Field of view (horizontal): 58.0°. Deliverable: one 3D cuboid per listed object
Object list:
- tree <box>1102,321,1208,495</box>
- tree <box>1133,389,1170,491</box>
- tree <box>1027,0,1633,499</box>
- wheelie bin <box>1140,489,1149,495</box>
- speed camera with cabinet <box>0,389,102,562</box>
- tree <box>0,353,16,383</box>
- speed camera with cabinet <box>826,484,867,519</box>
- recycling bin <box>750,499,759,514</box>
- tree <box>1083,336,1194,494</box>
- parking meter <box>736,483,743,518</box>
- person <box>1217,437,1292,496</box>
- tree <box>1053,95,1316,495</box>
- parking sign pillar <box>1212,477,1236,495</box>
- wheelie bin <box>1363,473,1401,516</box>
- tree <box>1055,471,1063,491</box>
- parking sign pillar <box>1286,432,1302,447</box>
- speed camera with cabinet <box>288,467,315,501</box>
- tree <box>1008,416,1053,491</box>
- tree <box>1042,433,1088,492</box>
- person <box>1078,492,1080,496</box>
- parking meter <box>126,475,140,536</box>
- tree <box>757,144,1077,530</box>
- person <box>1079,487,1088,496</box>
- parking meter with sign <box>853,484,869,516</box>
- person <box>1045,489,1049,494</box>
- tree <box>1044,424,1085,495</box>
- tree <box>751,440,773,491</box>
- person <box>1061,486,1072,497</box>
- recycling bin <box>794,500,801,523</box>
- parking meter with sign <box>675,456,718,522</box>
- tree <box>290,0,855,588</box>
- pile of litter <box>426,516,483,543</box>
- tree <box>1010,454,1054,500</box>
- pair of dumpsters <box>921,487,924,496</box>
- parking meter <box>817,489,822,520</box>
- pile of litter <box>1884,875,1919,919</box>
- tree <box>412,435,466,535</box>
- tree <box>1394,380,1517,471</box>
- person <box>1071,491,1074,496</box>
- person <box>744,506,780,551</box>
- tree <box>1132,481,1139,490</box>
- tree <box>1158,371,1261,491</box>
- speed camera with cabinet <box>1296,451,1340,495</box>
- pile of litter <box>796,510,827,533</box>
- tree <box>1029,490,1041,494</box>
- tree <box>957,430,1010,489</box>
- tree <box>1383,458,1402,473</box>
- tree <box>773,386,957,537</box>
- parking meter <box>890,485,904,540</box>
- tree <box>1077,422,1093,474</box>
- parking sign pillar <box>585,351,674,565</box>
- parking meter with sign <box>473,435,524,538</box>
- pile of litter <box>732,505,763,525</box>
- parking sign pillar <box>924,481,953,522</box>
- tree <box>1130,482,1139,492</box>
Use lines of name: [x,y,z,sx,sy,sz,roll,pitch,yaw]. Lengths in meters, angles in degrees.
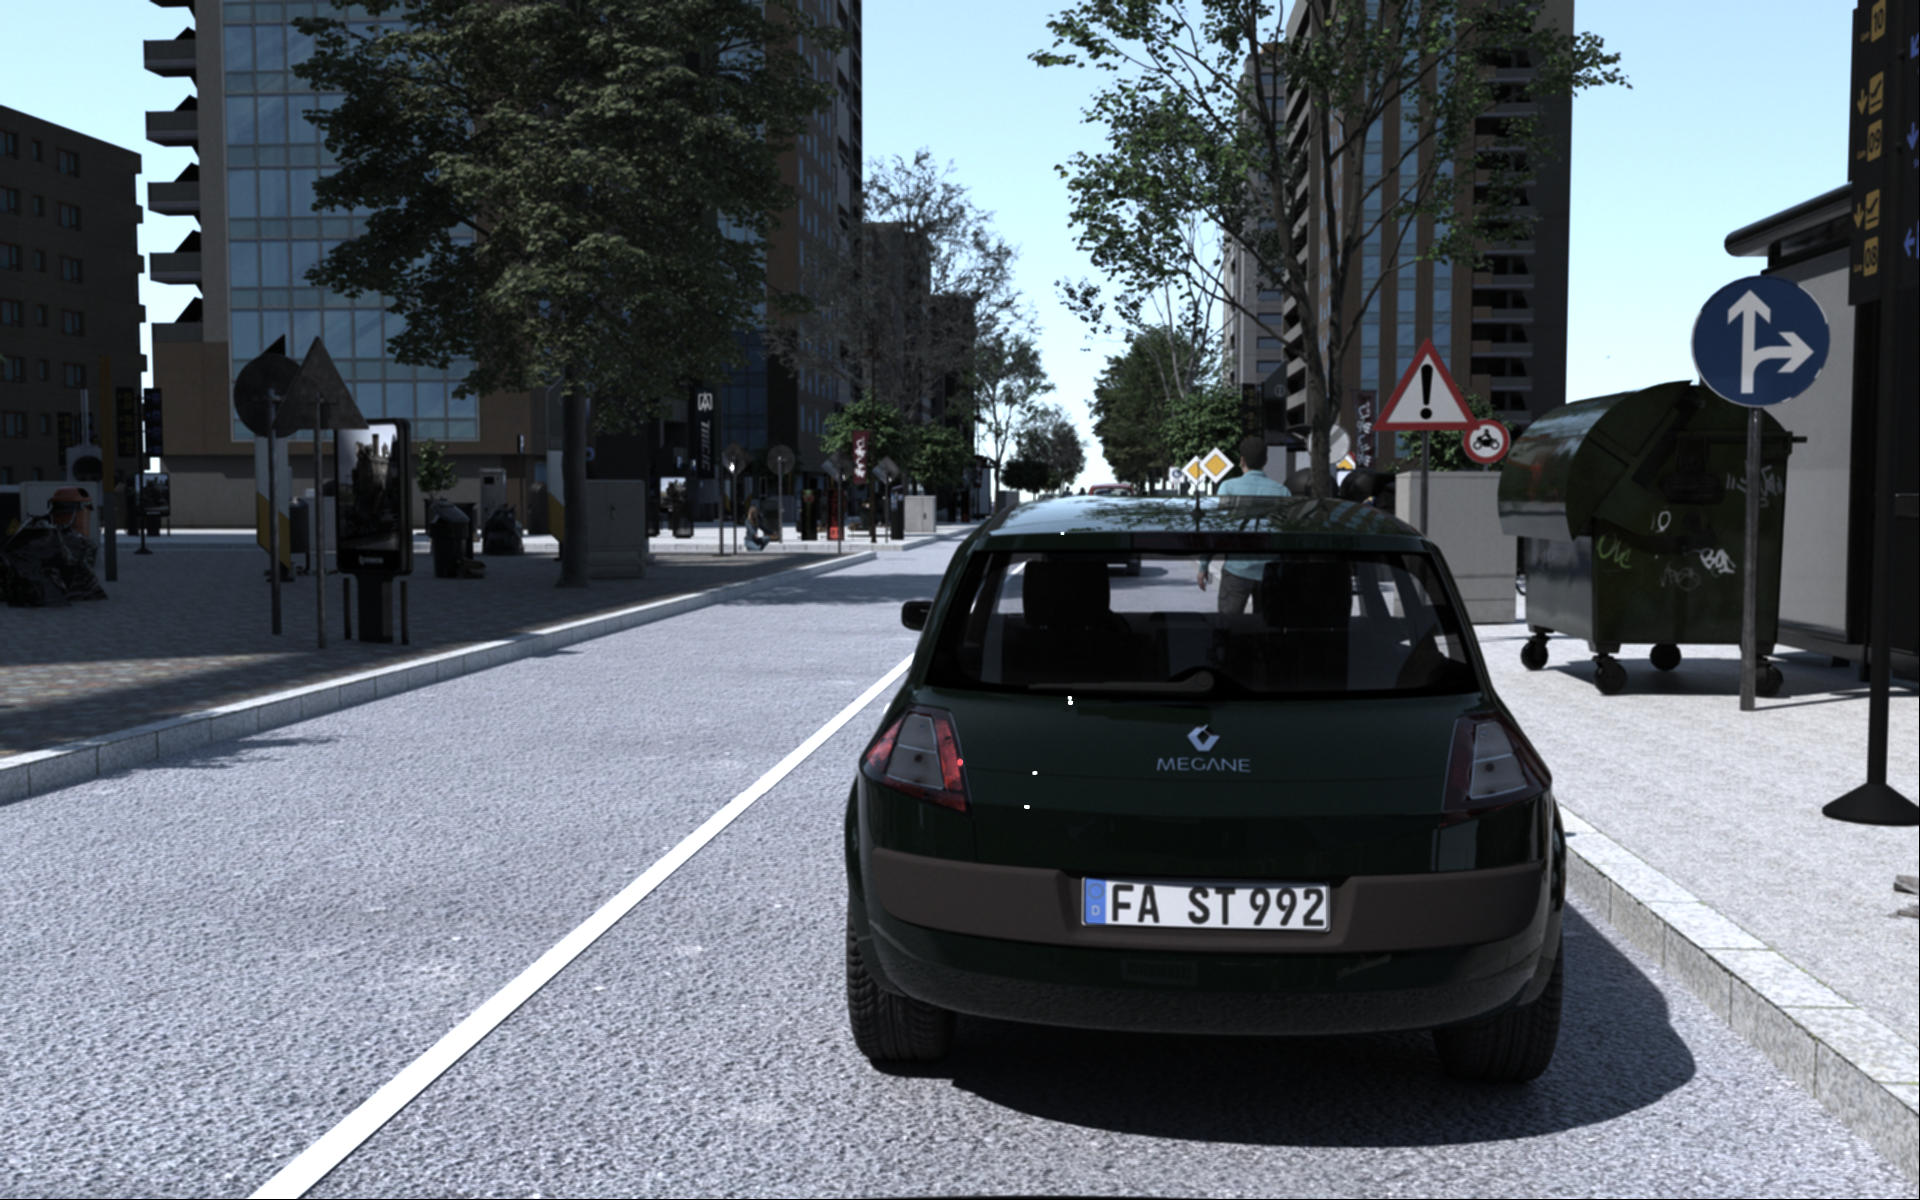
tree: [13.174,-11.999,114.316,7.486,12.596,7.792,0,3,0]
tree: [13.701,-10.516,122.295,4.737,8.622,4.395,0,3,0]
tree: [4.656,-5.889,22.033,9.928,11.665,9.643,0,3,0]
wheelie bin: [11.992,-6.434,113.103,0.693,1.594,0.980,0,4,1]
speed camera with cabinet: [-17.010,-2.319,32.254,2.038,3.252,0.660,-2,4,-32]
tree: [-5.832,-0.848,8.472,1.663,3.219,1.824,0,3,0]
speed camera with cabinet: [-5.821,-5.785,88.922,2.038,3.252,0.660,-1,4,-22]
recycling bin: [-9.354,-4.185,80.981,0.722,1.027,0.722,1,4,10]
tree: [14.463,-14.126,137.609,9.857,13.997,8.962,0,3,0]
parking meter: [-11.614,-5.227,91.176,0.255,1.863,0.399,-3,5,-43]
person: [1.980,-0.202,11.816,0.660,1.820,0.620,-1,4,-13]
tree: [10.660,-13.786,81.295,12.611,20.169,13.585,0,3,0]
parking sign pillar: [9.398,-4.369,59.907,1.447,3.967,1.447,-1,4,-10]
wheelie bin: [6.413,-1.073,25.449,0.980,1.594,0.693,-1,4,-11]
tree: [6.154,-9.926,145.996,4.285,4.588,4.351,0,3,0]
parking sign pillar: [10.717,-4.234,57.693,1.447,3.967,1.447,1,4,10]
speed camera with cabinet: [-21.309,-3.781,56.156,2.038,3.252,0.660,-2,4,-27]
tree: [6.362,-12.377,152.733,4.360,8.622,3.978,0,3,0]
tree: [15.368,-19.891,259.626,8.767,10.594,7.601,1,4,16]
person: [10.073,-8.266,143.513,0.709,1.838,0.599,1,4,20]
parking meter: [-25.533,-2.920,53.457,0.255,1.863,0.399,-1,4,-9]
tree: [-1.982,-9.241,61.453,12.009,13.543,11.850,0,3,0]
person: [6.510,-5.052,91.289,0.537,1.800,0.526,0,4,8]
parking meter with sign: [-5.828,-6.436,101.494,0.543,3.016,1.738,2,4,29]
person: [5.699,-6.413,113.575,0.641,1.798,0.478,-1,4,-13]
tree: [16.323,-21.789,274.378,7.486,12.596,7.792,0,3,0]
tree: [-10.518,-7.045,98.891,4.285,4.588,4.351,0,3,0]
person: [5.493,-4.947,89.230,0.661,1.843,0.795,1,4,19]
recycling bin: [-7.377,-4.016,78.216,0.722,1.027,0.722,3,4,36]
parking meter with sign: [-12.212,-5.112,79.847,1.738,3.016,0.543,1,4,17]
tree: [-5.365,-6.475,23.995,7.486,12.596,7.792,0,3,0]
pile of litter: [-13.276,-1.958,45.978,1.719,0.858,1.176,1,4,17]
tree: [4.681,-9.475,138.628,4.285,4.588,4.351,0,3,0]
pair of dumpsters: [-2.800,-5.289,88.963,1.574,2.255,4.437,0,4,5]
parking meter: [-7.039,-4.748,86.044,0.372,1.533,0.369,0,3,0]
pile of litter: [3.744,0.533,5.248,1.719,0.858,1.176,2,4,23]
tree: [-16.731,-3.670,54.610,1.663,3.219,1.824,0,3,0]
tree: [14.399,-4.076,50.355,4.285,4.588,4.351,0,3,0]
person: [11.788,-10.549,181.699,0.721,1.743,1.217,3,5,44]
person: [-4.639,-1.607,40.270,0.738,1.151,1.012,3,4,38]
tree: [22.953,-16.794,224.943,4.360,8.622,3.978,0,3,0]
tree: [6.967,-3.839,46.483,4.285,4.588,4.351,0,3,0]
speed camera with cabinet: [7.802,-2.540,35.860,2.038,3.252,0.660,-3,5,-40]
pile of litter: [-4.942,-2.706,58.201,1.176,0.858,1.719,1,4,21]
tree: [7.259,-10.485,166.023,1.663,3.219,1.824,0,3,0]
tree: [-0.955,-5.324,70.763,4.285,4.588,4.351,0,3,0]
tree: [23.298,-6.011,92.881,1.663,3.219,1.824,0,3,0]
tree: [-2.793,-4.205,52.459,4.285,4.588,4.351,0,3,0]
parking meter: [-1.765,-2.464,48.696,0.372,1.533,0.369,0,3,0]
tree: [12.308,-19.409,227.707,12.009,13.543,11.850,0,3,0]
parking sign pillar: [-6.271,-2.628,31.441,1.447,3.967,1.447,2,4,35]
parking meter with sign: [-13.756,-3.349,51.013,1.738,3.016,0.543,0,4,-3]
pile of litter: [-8.858,-3.543,71.890,1.176,0.858,1.719,3,4,37]
parking sign pillar: [-1.010,-5.688,81.473,1.447,3.967,1.447,-1,4,-20]
tree: [24.404,-15.384,246.125,1.663,3.219,1.824,0,3,0]
